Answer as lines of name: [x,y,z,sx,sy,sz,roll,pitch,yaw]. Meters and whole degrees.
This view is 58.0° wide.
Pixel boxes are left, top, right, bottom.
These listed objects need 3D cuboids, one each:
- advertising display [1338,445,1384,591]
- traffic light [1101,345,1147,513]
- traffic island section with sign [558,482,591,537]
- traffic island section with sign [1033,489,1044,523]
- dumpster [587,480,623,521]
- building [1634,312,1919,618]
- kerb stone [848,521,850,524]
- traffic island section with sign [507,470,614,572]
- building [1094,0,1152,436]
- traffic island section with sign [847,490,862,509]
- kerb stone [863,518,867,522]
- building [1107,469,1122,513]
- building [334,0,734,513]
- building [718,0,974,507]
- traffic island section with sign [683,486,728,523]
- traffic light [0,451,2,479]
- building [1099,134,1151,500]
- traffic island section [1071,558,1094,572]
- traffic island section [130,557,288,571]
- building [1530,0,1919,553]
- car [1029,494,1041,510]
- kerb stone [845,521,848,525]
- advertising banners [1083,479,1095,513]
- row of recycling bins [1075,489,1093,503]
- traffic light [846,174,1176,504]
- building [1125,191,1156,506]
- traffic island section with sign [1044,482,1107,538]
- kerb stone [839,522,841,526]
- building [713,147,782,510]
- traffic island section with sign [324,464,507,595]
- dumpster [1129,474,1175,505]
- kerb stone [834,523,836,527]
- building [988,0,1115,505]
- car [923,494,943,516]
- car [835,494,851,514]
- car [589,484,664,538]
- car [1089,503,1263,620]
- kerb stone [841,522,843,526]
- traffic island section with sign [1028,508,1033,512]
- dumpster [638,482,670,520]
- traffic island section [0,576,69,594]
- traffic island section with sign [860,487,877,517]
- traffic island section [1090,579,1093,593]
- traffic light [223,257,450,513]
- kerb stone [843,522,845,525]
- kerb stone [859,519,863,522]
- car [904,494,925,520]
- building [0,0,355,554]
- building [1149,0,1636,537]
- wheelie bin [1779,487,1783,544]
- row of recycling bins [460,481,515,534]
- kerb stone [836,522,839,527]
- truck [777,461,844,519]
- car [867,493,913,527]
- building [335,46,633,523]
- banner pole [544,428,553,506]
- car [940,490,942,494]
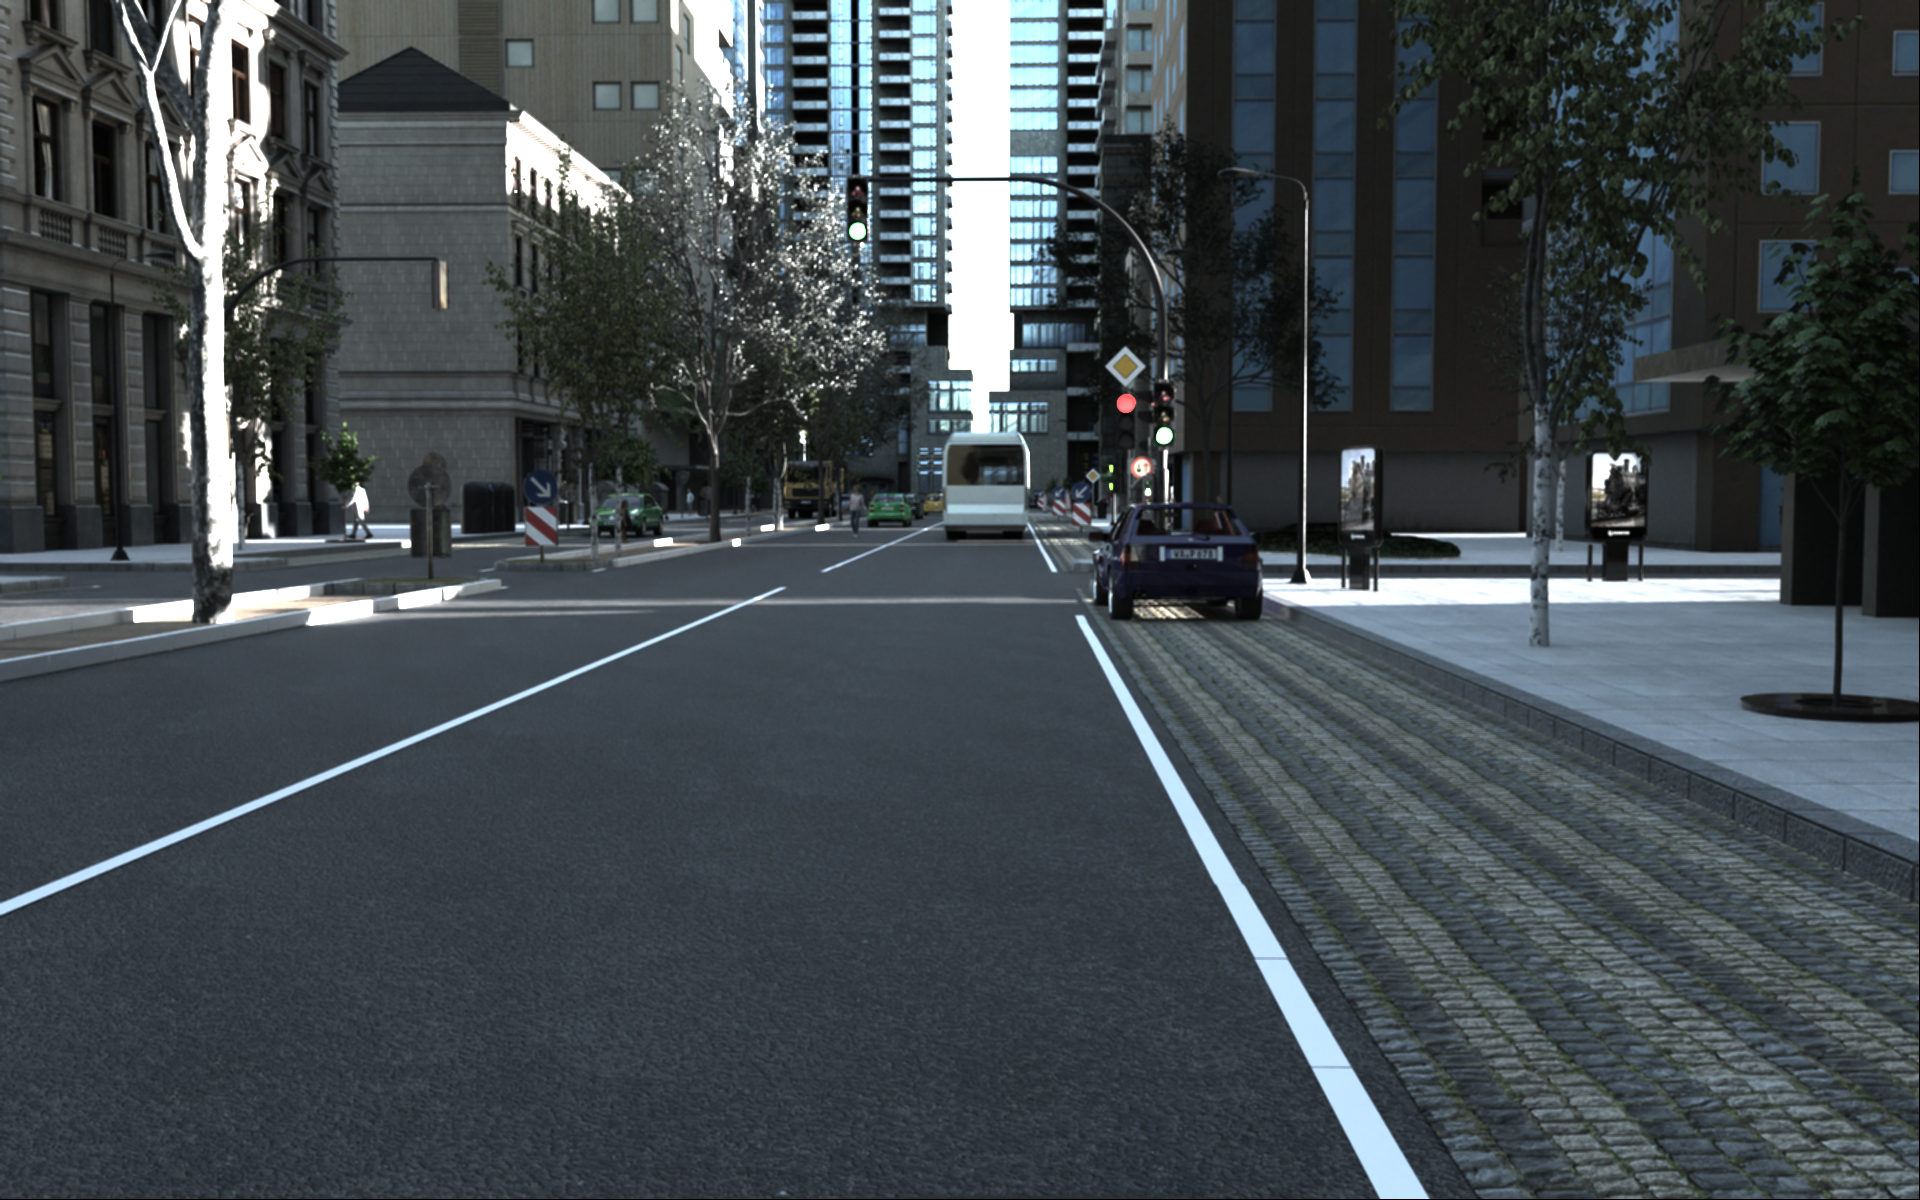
advertising display: [5.361,-1.100,23.196,0.123,1.923,0.974,-1,4,-17]
traffic light: [3.111,-2.689,32.894,0.839,4.253,0.868,0,4,2]
traffic island section with sign: [-13.308,-3.047,58.442,1.989,1.847,2.006,0,4,2]
traffic island section with sign: [4.703,-4.643,84.537,1.989,1.847,2.006,0,4,2]
dumpster: [-15.231,-4.180,74.105,1.264,1.857,1.865,0,4,2]
building: [18.823,-21.495,6.074,22.147,44.769,28.867,0,4,2]
kerb stone: [-5.348,-3.561,80.477,0.120,0.150,1.000,0,4,2]
traffic island section with sign: [-7.803,-1.520,32.994,2.006,1.907,1.989,0,4,2]
building: [24.280,-33.302,164.103,23.786,49.044,30.456,0,4,2]
traffic island section with sign: [-10.204,-9.392,162.181,1.989,1.847,2.006,0,4,2]
kerb stone: [-5.034,-4.191,90.727,0.120,0.150,1.000,0,4,2]
building: [26.971,-26.337,122.492,32.217,40.220,23.993,0,4,2]
building: [-31.187,-32.636,122.836,28.713,52.752,27.495,0,4,2]
building: [-13.863,-54.563,204.777,31.000,86.520,22.319,0,4,2]
traffic island section with sign: [-12.498,-4.695,85.385,1.989,1.847,2.006,0,4,2]
traffic light: [-14.582,-2.232,25.417,0.839,4.253,0.868,0,4,2]
building: [18.361,-22.653,142.070,14.160,30.474,14.107,0,4,2]
traffic island section: [3.150,-0.656,33.007,2.009,0.180,2.903,0,4,2]
traffic island section: [-14.383,-0.688,33.534,2.009,0.180,2.903,0,4,2]
building: [23.342,-24.024,42.903,14.200,45.320,14.600,0,4,2]
car: [6.662,-9.082,158.271,2.009,1.686,4.222,0,4,2]
kerb stone: [-5.378,-3.502,79.455,0.120,0.150,1.000,0,4,2]
advertising banners: [7.033,-6.048,95.077,0.090,3.025,2.074,2,4,24]
row of recycling bins: [7.191,-5.742,100.997,1.069,1.692,3.534,0,4,0]
traffic light: [0.778,-3.068,24.834,4.771,5.953,1.251,0,4,2]
building: [23.685,-15.178,93.200,27.650,21.520,28.899,0,4,2]
traffic island section with sign: [3.900,-2.995,57.594,1.989,1.847,2.006,0,4,2]
kerb stone: [-5.471,-3.312,76.383,0.120,0.150,1.000,0,4,2]
building: [-22.806,-22.773,144.038,14.160,30.474,14.107,0,4,2]
traffic island section with sign: [-8.034,-1.068,25.590,2.006,1.907,1.989,0,4,2]
dumpster: [5.734,-2.810,51.698,1.264,1.857,1.865,0,4,2]
kerb stone: [-5.529,-3.187,74.332,0.120,0.150,1.000,0,4,2]
building: [17.448,-54.502,203.771,31.000,86.520,22.319,0,4,2]
car: [-1.564,-6.491,116.355,2.015,1.641,3.980,0,4,0]
car: [-8.542,-7.001,126.474,2.014,1.417,4.499,0,4,3]
car: [-11.247,-3.042,58.535,1.959,1.807,4.718,0,4,2]
car: [2.566,-0.515,20.997,1.945,1.354,3.894,0,4,0]
kerb stone: [-5.438,-3.377,77.408,0.120,0.150,1.000,0,4,2]
traffic island section with sign: [6.199,-7.712,134.716,1.989,1.847,2.006,0,4,2]
dumpster: [-14.912,-4.799,84.216,1.264,1.857,1.865,0,4,2]
traffic island section: [-14.622,-0.200,25.553,2.009,0.180,2.903,0,4,2]
traffic island section with sign: [-5.566,-6.114,108.099,2.006,1.907,1.989,0,4,2]
traffic island section: [2.912,-0.168,25.025,2.009,0.180,2.903,0,4,2]
traffic light: [-12.250,-3.590,33.371,4.771,5.953,1.251,0,4,2]
kerb stone: [-5.413,-3.440,78.433,0.120,0.150,1.000,0,4,2]
kerb stone: [-5.133,-4.003,87.651,0.120,0.150,1.000,0,4,2]
car: [-3.105,-5.310,98.623,2.131,1.459,4.920,0,4,3]
building: [-24.810,-13.267,45.790,11.050,23.489,19.941,0,4,2]
building: [14.415,-25.205,62.213,14.600,45.320,14.200,0,4,2]
wheelie bin: [15.503,-1.469,31.931,0.693,1.594,0.980,1,4,8]
row of recycling bins: [-15.649,-3.070,57.315,1.069,1.692,3.534,0,4,4]
kerb stone: [-5.503,-3.251,75.354,0.120,0.150,1.000,0,4,2]
truck: [-8.670,-6.546,102.956,3.469,3.379,9.791,0,4,2]
car: [-3.073,-4.124,76.219,1.959,1.807,4.718,0,4,1]
building: [-23.858,-13.785,76.301,10.553,20.767,40.483,0,4,2]
banner pole: [-15.721,-4.661,66.217,0.401,3.779,0.863,1,4,10]
car: [-1.155,-9.231,159.602,2.281,1.827,5.304,0,4,2]
